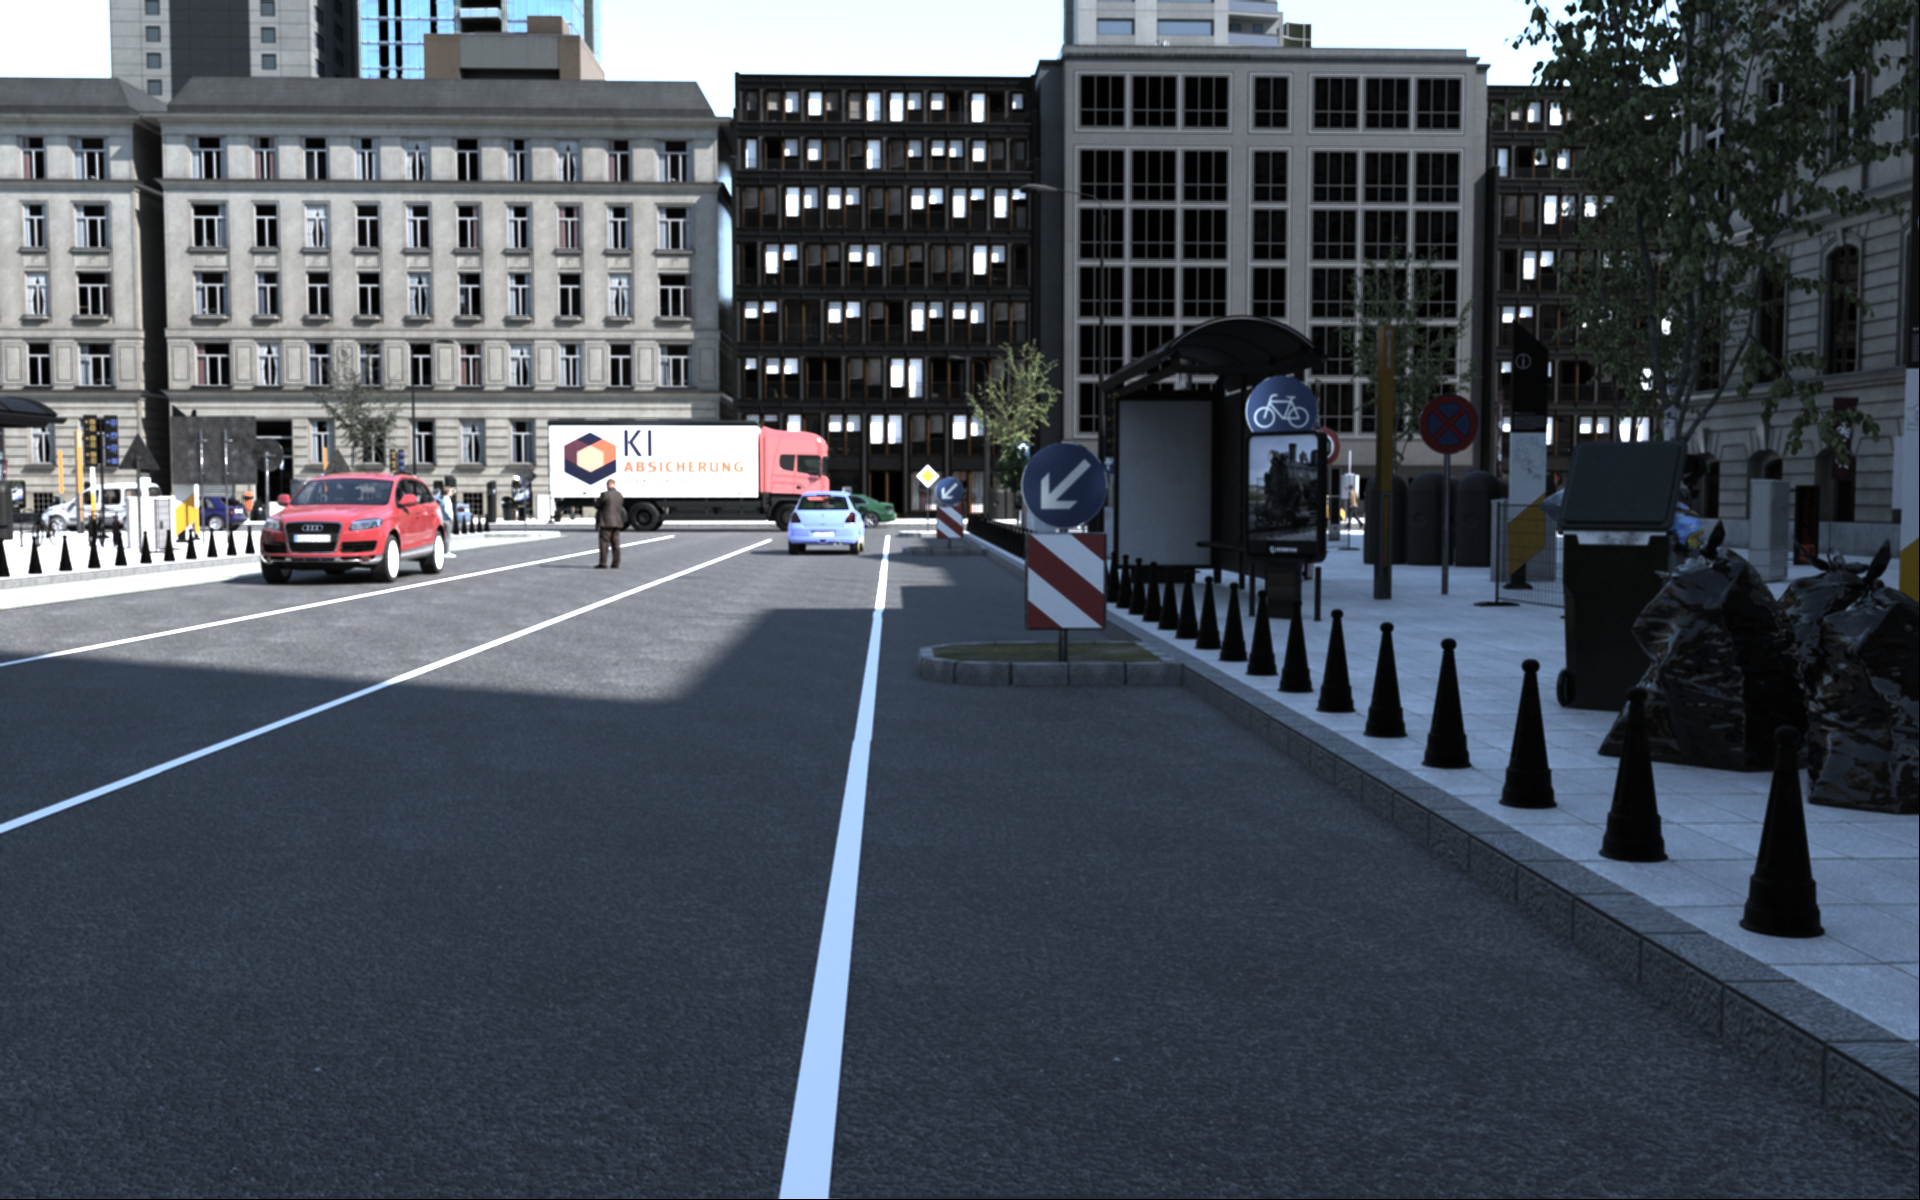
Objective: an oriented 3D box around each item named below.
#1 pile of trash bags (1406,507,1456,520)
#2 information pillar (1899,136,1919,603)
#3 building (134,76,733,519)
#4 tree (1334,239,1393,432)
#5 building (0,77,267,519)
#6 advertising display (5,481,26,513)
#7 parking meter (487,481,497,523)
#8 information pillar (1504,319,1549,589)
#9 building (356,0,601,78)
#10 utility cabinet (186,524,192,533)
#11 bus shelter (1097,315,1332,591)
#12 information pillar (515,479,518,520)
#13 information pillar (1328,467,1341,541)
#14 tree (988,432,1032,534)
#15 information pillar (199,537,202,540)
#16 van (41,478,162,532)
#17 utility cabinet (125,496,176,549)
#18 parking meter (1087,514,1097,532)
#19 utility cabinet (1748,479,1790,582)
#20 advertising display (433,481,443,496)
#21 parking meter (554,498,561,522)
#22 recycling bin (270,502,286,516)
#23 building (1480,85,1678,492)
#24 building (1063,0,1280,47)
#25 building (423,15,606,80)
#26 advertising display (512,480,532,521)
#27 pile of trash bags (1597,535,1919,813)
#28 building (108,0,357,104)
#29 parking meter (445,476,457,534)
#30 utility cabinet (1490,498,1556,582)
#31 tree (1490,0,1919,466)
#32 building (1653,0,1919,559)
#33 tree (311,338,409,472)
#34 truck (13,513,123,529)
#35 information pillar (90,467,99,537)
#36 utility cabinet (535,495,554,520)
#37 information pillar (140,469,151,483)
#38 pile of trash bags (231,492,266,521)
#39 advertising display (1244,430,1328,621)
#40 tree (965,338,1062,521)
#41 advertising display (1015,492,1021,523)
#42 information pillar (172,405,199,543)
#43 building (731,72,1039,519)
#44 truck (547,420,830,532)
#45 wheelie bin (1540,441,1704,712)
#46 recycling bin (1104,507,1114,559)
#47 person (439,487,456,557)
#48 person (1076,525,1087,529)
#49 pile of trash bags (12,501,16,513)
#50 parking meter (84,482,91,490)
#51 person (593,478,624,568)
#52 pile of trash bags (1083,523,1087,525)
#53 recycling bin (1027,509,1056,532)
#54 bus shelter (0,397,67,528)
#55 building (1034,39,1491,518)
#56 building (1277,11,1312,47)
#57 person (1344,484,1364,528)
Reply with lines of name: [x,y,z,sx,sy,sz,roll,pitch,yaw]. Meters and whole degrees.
pile of trash bags: [21.757,-4.343,80.767,1.912,1.369,3.447,2,4,27]
information pillar: [6.456,-1.224,11.375,0.504,3.616,0.183,2,4,26]
building: [-27.093,-16.143,97.214,30.059,22.955,16.112,0,4,-2]
tree: [12.904,-6.129,50.578,4.737,8.622,4.395,0,3,0]
building: [-57.146,-16.099,96.497,30.059,22.955,16.112,0,4,-2]
advertising display: [-45.134,-4.744,82.779,0.974,1.923,0.123,1,4,9]
parking meter: [-20.788,-4.353,76.878,0.255,1.863,0.399,1,4,16]
information pillar: [7.632,-1.955,23.319,0.504,3.616,0.183,0,4,2]
building: [-51.683,-53.561,188.392,31.000,86.520,22.319,0,4,-2]
utility cabinet: [-25.893,-2.808,57.076,1.020,1.237,0.306,-3,4,-38]
bus shelter: [3.093,-1.742,22.398,2.014,3.302,5.546,0,4,-2]
information pillar: [-21.621,-4.919,84.914,0.304,2.012,0.304,0,4,-5]
information pillar: [10.322,-2.647,47.764,0.304,2.012,0.304,0,4,3]
tree: [1.715,-3.674,54.672,1.663,3.219,1.824,0,3,0]
information pillar: [-21.313,-3.476,48.182,0.183,3.616,0.504,-3,5,-39]
van: [-31.818,-3.501,64.259,4.112,2.044,2.013,0,4,-3]
utility cabinet: [-18.993,-1.804,40.658,1.020,1.237,0.306,-3,5,-42]
parking meter: [2.246,-1.406,28.700,0.255,1.863,0.399,0,4,1]
utility cabinet: [11.901,-1.025,25.442,0.318,1.500,1.173,3,4,37]
advertising display: [-25.424,-4.847,84.456,0.123,1.923,0.974,-3,4,-38]
parking meter: [-18.314,-4.470,78.801,0.255,1.863,0.399,0,4,-2]
recycling bin: [-22.322,-2.706,56.789,0.722,1.027,0.722,-1,4,-14]
building: [35.842,-16.412,98.018,15.834,23.373,12.332,0,4,-2]
building: [20.869,-38.749,175.546,21.231,58.520,28.212,0,4,-2]
building: [-41.997,-31.600,166.775,14.600,45.320,14.200,0,4,-2]
advertising display: [-20.580,-4.658,81.365,0.974,1.923,0.123,1,4,18]
pile of trash bags: [4.372,0.143,7.410,1.912,1.369,3.447,-1,4,-14]
building: [-77.522,-45.931,189.221,20.611,71.187,20.563,0,4,-2]
parking meter: [-16.505,-3.085,56.144,0.255,1.863,0.399,-3,4,-38]
utility cabinet: [8.279,-0.874,25.455,1.020,1.237,0.306,-2,4,-25]
tree: [6.330,-3.947,14.903,4.737,8.622,4.395,0,3,0]
building: [24.007,-12.748,27.522,14.460,24.649,34.723,0,4,-2]
tree: [-28.705,-8.104,82.866,4.360,8.622,3.978,0,3,0]
truck: [-41.749,-4.954,70.759,18.799,4.110,2.967,0,4,-2]
information pillar: [-25.788,-3.679,51.507,0.183,3.616,0.504,-1,4,-22]
utility cabinet: [-20.186,-4.485,84.488,1.020,1.237,0.306,-3,5,-39]
information pillar: [-41.059,-5.866,87.265,0.504,3.616,0.183,-2,4,-34]
pile of trash bags: [-34.115,-4.474,82.896,1.912,1.369,3.447,-1,4,-21]
advertising display: [3.340,-0.770,17.803,0.123,1.923,0.974,-3,5,-41]
tree: [2.650,-8.020,81.488,4.737,8.622,4.395,0,3,0]
advertising display: [2.903,-4.356,76.428,0.974,1.923,0.123,2,4,26]
information pillar: [-20.445,-3.318,45.597,0.504,3.616,0.183,-1,4,-13]
building: [-4.061,-16.263,95.573,15.834,23.373,12.332,0,4,-2]
truck: [-10.014,-4.771,66.925,11.283,4.237,2.839,0,4,-4]
wheelie bin: [3.976,-0.153,10.407,0.980,1.594,0.693,2,4,35]
recycling bin: [3.114,-1.332,34.329,0.722,1.027,0.722,1,4,10]
person: [-11.638,-1.773,39.293,0.330,1.601,0.589,-2,4,-26]
person: [5.033,-3.816,71.610,0.376,1.734,0.841,3,5,42]
pile of trash bags: [-44.478,-4.203,78.466,3.447,1.369,1.912,0,3,0]
parking meter: [-41.338,-4.684,82.293,0.399,1.863,0.255,1,4,15]
person: [-6.841,-1.491,33.571,0.600,1.739,0.565,1,4,11]
pile of trash bags: [4.329,-2.292,47.222,1.912,1.369,3.447,3,5,40]
recycling bin: [2.402,-2.356,51.081,0.722,1.027,0.722,-1,4,-13]
bus shelter: [-19.684,-2.433,33.706,2.014,3.302,5.546,0,4,-2]
building: [15.904,-18.591,97.469,24.014,27.812,14.314,0,4,-2]
building: [41.855,-50.260,259.995,20.611,71.187,20.563,0,4,-2]
person: [16.556,-3.939,72.819,0.836,1.842,0.656,1,4,14]
